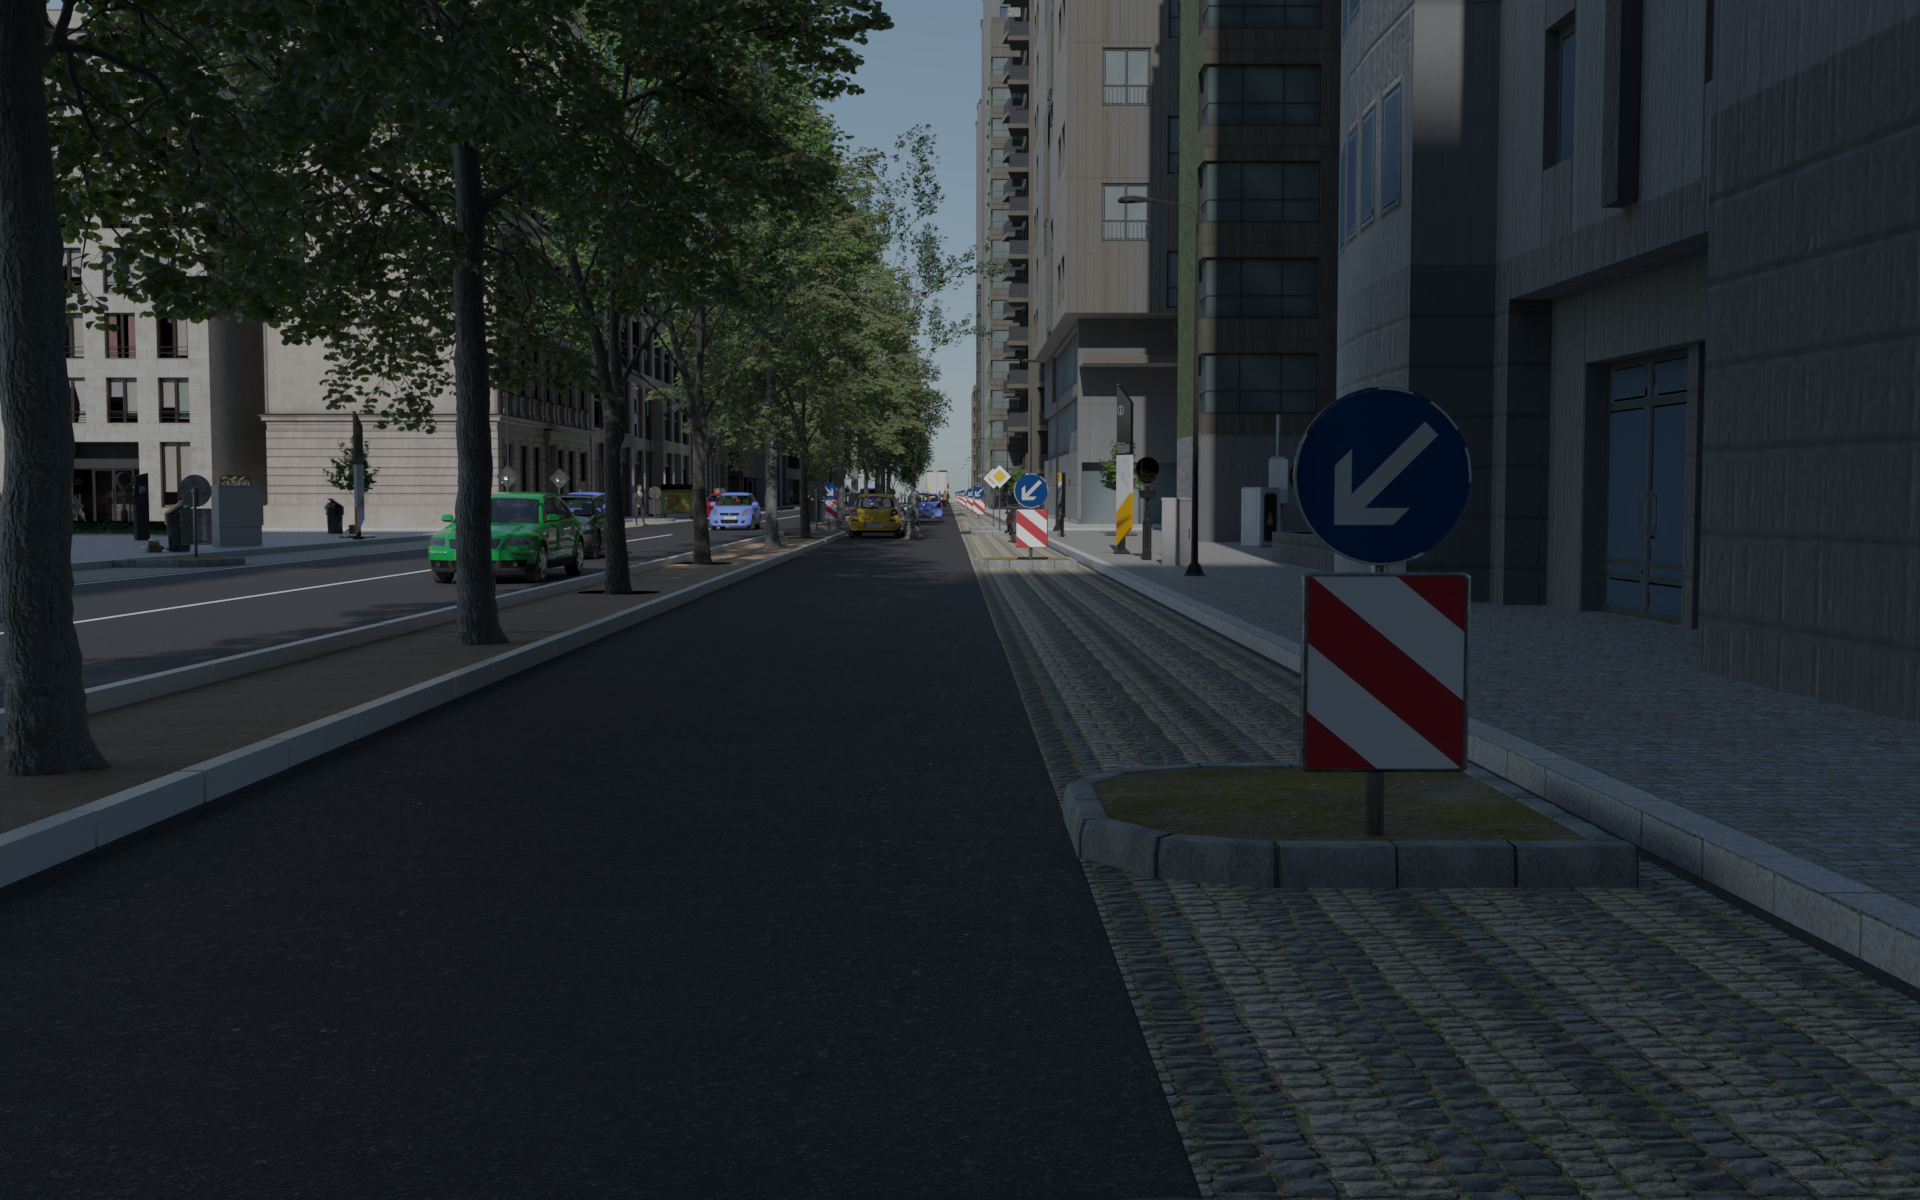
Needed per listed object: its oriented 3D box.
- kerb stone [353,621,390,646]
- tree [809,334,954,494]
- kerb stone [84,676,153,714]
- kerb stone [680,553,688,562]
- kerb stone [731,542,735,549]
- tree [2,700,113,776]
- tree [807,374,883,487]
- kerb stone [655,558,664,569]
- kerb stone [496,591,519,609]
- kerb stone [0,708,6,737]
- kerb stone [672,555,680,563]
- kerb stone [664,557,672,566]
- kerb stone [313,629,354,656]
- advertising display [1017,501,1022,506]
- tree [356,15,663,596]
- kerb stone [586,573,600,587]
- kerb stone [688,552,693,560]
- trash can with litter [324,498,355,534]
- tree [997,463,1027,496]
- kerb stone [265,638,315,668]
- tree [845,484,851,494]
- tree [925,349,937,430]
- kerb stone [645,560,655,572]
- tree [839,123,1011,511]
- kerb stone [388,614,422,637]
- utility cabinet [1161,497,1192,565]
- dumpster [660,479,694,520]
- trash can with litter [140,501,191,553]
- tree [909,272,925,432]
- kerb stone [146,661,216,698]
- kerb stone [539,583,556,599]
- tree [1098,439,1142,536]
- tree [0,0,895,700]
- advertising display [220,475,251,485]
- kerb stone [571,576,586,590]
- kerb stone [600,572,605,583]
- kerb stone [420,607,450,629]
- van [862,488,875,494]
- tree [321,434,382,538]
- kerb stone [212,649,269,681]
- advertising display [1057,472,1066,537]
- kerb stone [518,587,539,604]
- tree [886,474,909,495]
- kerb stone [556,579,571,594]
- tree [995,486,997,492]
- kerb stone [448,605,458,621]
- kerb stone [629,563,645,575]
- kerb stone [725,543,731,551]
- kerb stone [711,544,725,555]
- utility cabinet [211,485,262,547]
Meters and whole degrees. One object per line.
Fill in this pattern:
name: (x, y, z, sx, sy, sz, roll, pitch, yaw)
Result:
kerb stone: (-5.736, 0.340, 16.677, 0.120, 0.150, 1.000, 0, 4, 0)
tree: (-5.198, -11.589, 108.952, 9.611, 12.733, 9.660, 0, 3, 0)
kerb stone: (-5.693, 0.651, 11.558, 0.120, 0.150, 1.000, 0, 4, 0)
kerb stone: (-5.874, -0.855, 36.175, 0.120, 0.150, 1.000, 0, 4, 0)
kerb stone: (-5.941, -1.356, 44.371, 0.120, 0.150, 1.000, 0, 4, 0)
tree: (-4.601, -5.356, 8.154, 7.486, 12.596, 7.792, 0, 3, 0)
tree: (-5.366, -7.666, 78.153, 4.737, 8.622, 4.395, 0, 3, 0)
kerb stone: (-5.853, -0.667, 33.106, 0.120, 0.150, 1.000, 0, 4, 0)
kerb stone: (-5.773, 0.022, 21.839, 0.120, 0.150, 1.000, 0, 4, 0)
kerb stone: (-5.681, 0.716, 10.525, 0.120, 0.150, 1.000, 0, 4, 0)
kerb stone: (-5.865, -0.789, 35.151, 0.120, 0.150, 1.000, 0, 4, 0)
kerb stone: (-5.868, -0.730, 34.128, 0.120, 0.150, 1.000, 0, 4, 0)
kerb stone: (-5.729, 0.402, 15.654, 0.120, 0.150, 1.000, 0, 4, 0)
advertising display: (2.724, -4.531, 79.293, 0.123, 1.923, 0.974, 0, 4, -3)
tree: (-5.003, -5.892, 24.542, 9.928, 11.665, 9.643, 0, 3, 0)
kerb stone: (-5.805, -0.291, 26.955, 0.120, 0.150, 1.000, 0, 4, 0)
kerb stone: (-5.882, -0.918, 37.197, 0.120, 0.150, 1.000, 0, 4, 0)
trash can with litter: (-19.924, -2.721, 55.877, 1.055, 1.170, 0.624, -2, 4, -29)
tree: (3.536, -6.799, 105.763, 1.663, 3.219, 1.824, 0, 3, 0)
kerb stone: (-5.713, 0.463, 14.632, 0.120, 0.150, 1.000, 0, 4, 0)
tree: (-19.541, -18.664, 299.760, 1.663, 3.219, 1.824, 0, 3, 0)
tree: (-4.865, -9.251, 71.837, 7.486, 12.596, 7.792, 0, 3, 0)
kerb stone: (-5.840, -0.605, 32.084, 0.120, 0.150, 1.000, 0, 4, 0)
tree: (-4.176, -14.018, 87.532, 12.611, 20.169, 13.585, 0, 3, 0)
kerb stone: (-5.734, 0.275, 17.705, 0.120, 0.150, 1.000, 0, 4, 0)
utility cabinet: (4.013, -1.261, 31.777, 0.306, 1.237, 1.020, 2, 4, 27)
dumpster: (-15.693, -5.588, 96.315, 1.985, 2.255, 1.502, 0, 3, 0)
trash can with litter: (-17.441, -1.636, 38.141, 1.055, 1.170, 0.624, -3, 4, -39)
tree: (-4.962, -7.673, 46.034, 7.486, 12.596, 7.792, 0, 3, 0)
kerb stone: (-5.699, 0.588, 12.582, 0.120, 0.150, 1.000, 0, 4, 0)
kerb stone: (-5.783, -0.104, 23.888, 0.120, 0.150, 1.000, 0, 4, 0)
tree: (5.105, -3.599, 53.438, 1.663, 3.219, 1.824, 0, 3, 0)
tree: (-4.487, -5.819, 15.727, 7.486, 12.596, 7.792, 0, 3, 0)
advertising display: (-24.827, -3.312, 59.365, 0.974, 1.923, 0.123, -2, 4, -32)
kerb stone: (-5.805, -0.229, 25.933, 0.120, 0.150, 1.000, 0, 4, 0)
kerb stone: (-5.817, -0.354, 27.983, 0.120, 0.150, 1.000, 0, 4, 0)
kerb stone: (-5.751, 0.215, 18.741, 0.120, 0.150, 1.000, 0, 4, 0)
van: (-8.352, -9.713, 163.192, 2.240, 2.365, 5.245, 0, 4, 0)
tree: (-17.699, -3.451, 51.030, 1.663, 3.219, 1.824, 0, 3, 0)
kerb stone: (-5.707, 0.525, 13.610, 0.120, 0.150, 1.000, 0, 4, 0)
advertising display: (3.036, -2.852, 51.850, 0.123, 1.923, 0.974, 0, 4, -4)
kerb stone: (-5.776, -0.041, 22.865, 0.120, 0.150, 1.000, 0, 4, 0)
tree: (-5.427, -11.523, 141.213, 4.360, 8.622, 3.978, 0, 3, 0)
kerb stone: (-5.798, -0.166, 24.911, 0.120, 0.150, 1.000, 0, 4, 0)
tree: (3.572, -9.185, 144.777, 1.663, 3.219, 1.824, 0, 3, 0)
kerb stone: (-5.754, 0.149, 19.780, 0.120, 0.150, 1.000, 0, 4, 0)
kerb stone: (-5.841, -0.538, 31.062, 0.120, 0.150, 1.000, 0, 4, 0)
kerb stone: (-5.928, -1.286, 43.349, 0.120, 0.150, 1.000, 0, 4, 0)
kerb stone: (-5.929, -1.231, 42.324, 0.120, 0.150, 1.000, 0, 4, 0)
utility cabinet: (-17.474, -2.028, 41.834, 0.318, 1.500, 1.173, 2, 4, 31)
